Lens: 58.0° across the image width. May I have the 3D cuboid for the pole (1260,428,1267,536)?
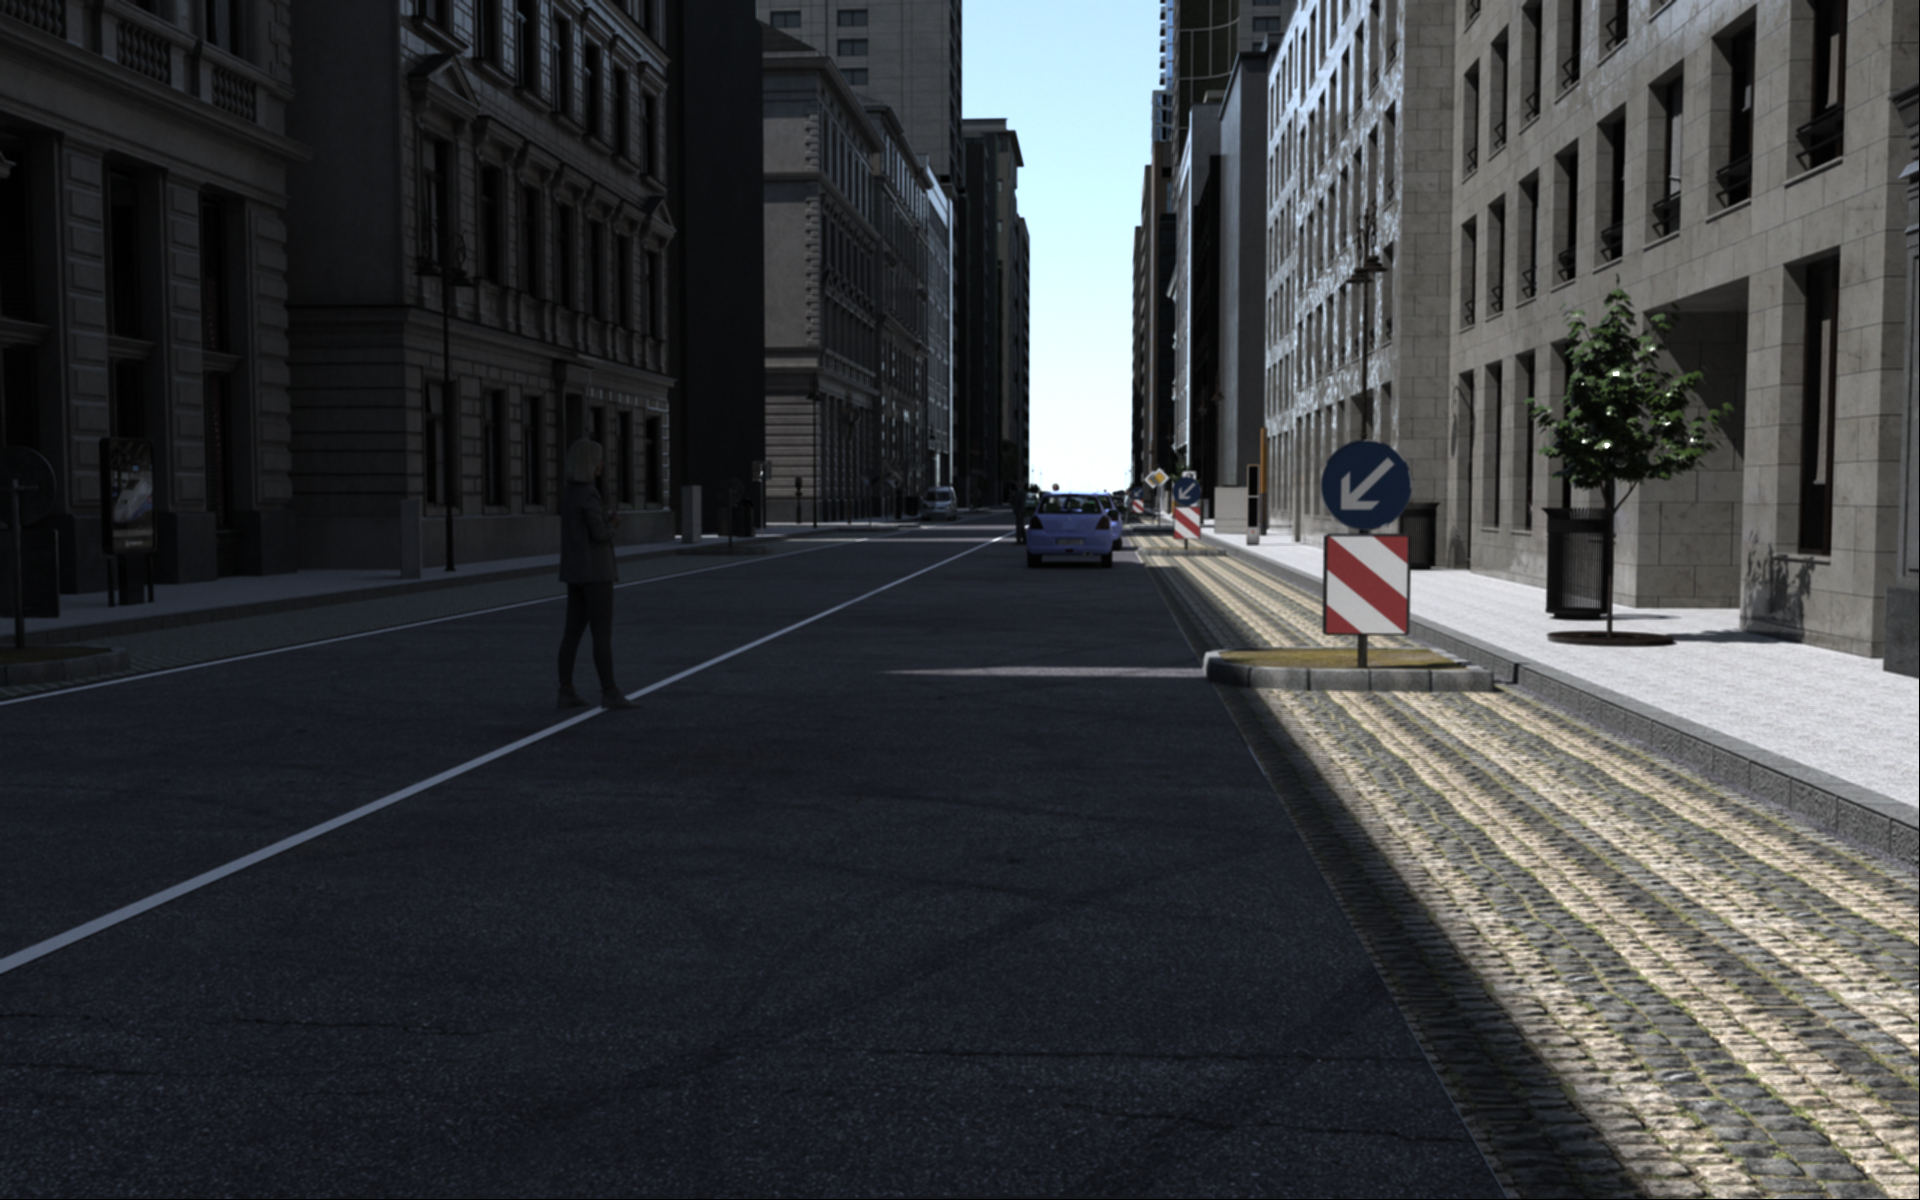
[{"bbox_3d":[9.391,-3.652,53.558,0.158,3.312,0.155,0,3,0],"label":"pole"}]

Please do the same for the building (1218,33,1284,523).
[{"bbox_3d":[27.351,-15.896,78.969,30.058,24.678,14.314,0,4,5],"label":"building"}]

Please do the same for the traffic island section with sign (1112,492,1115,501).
[{"bbox_3d":[11.866,-6.933,121.979,1.989,1.847,2.006,0,4,5],"label":"traffic island section with sign"}]

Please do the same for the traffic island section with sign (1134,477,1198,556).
[{"bbox_3d":[5.163,-1.952,40.543,1.989,1.847,2.006,0,4,5],"label":"traffic island section with sign"}]

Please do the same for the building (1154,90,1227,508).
[{"bbox_3d":[34.253,-28.568,158.971,32.217,40.220,23.993,0,4,5],"label":"building"}]

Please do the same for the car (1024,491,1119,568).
[{"bbox_3d":[2.239,-1.554,34.997,1.945,1.707,3.694,0,4,4],"label":"car"}]

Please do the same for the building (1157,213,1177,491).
[{"bbox_3d":[27.495,-24.946,179.576,14.160,30.474,14.107,0,4,5],"label":"building"}]

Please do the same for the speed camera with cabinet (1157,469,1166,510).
[{"bbox_3d":[16.036,-8.719,136.889,0.660,3.252,2.038,1,4,18],"label":"speed camera with cabinet"}]

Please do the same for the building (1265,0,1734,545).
[{"bbox_3d":[15.672,-12.209,54.368,10.420,20.320,16.860,0,4,5],"label":"building"}]

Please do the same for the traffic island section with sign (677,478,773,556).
[{"bbox_3d":[-5.499,-1.983,41.053,1.989,1.847,2.006,0,4,5],"label":"traffic island section with sign"}]

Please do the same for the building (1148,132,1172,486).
[{"bbox_3d":[30.670,-34.506,214.284,14.600,45.320,14.200,0,4,5],"label":"building"}]

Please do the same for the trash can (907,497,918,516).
[{"bbox_3d":[-2.772,-5.465,101.002,0.748,1.137,0.748,0,3,0],"label":"trash can"}]

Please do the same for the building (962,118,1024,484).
[{"bbox_3d":[-5.751,-40.272,247.683,28.713,52.752,27.495,0,4,5],"label":"building"}]

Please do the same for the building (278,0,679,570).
[{"bbox_3d":[-13.240,-10.618,38.237,10.561,19.102,19.286,0,4,5],"label":"building"}]

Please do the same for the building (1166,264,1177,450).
[{"bbox_3d":[22.380,-18.337,135.973,11.583,22.565,21.152,0,4,5],"label":"building"}]

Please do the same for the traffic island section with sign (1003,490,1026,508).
[{"bbox_3d":[5.329,-10.042,172.817,1.989,1.847,2.006,0,4,5],"label":"traffic island section with sign"}]

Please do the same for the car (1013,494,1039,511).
[{"bbox_3d":[5.183,-7.689,134.506,1.959,1.807,4.718,0,4,7],"label":"car"}]

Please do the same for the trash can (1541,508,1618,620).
[{"bbox_3d":[6.357,-0.377,17.812,0.748,1.137,0.748,0,3,0],"label":"trash can"}]

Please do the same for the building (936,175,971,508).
[{"bbox_3d":[-6.579,-23.538,156.552,14.160,30.474,14.107,0,4,5],"label":"building"}]

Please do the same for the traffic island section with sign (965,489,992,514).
[{"bbox_3d":[1.277,-7.035,123.653,1.989,1.847,2.006,0,4,5],"label":"traffic island section with sign"}]

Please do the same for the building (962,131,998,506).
[{"bbox_3d":[-3.211,-31.016,190.707,14.154,41.232,14.086,0,4,5],"label":"building"}]

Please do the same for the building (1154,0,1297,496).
[{"bbox_3d":[32.344,-46.310,195.424,20.563,71.187,20.611,0,4,5],"label":"building"}]

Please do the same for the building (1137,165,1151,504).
[{"bbox_3d":[36.080,-37.768,241.205,21.300,48.544,21.600,0,4,5],"label":"building"}]

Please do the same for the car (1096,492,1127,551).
[{"bbox_3d":[3.387,-2.179,45.213,1.945,1.707,3.694,0,4,6],"label":"car"}]

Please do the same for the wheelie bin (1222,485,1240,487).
[{"bbox_3d":[9.680,-3.292,61.729,0.980,1.594,0.693,-1,4,-12],"label":"wheelie bin"}]

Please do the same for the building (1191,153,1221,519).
[{"bbox_3d":[19.521,-16.296,96.123,12.332,23.373,15.834,0,4,5],"label":"building"}]

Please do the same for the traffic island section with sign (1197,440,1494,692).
[{"bbox_3d":[2.922,-0.294,13.438,1.989,1.847,2.006,0,4,5],"label":"traffic island section with sign"}]

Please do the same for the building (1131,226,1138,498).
[{"bbox_3d":[40.074,-40.982,293.749,21.300,48.544,21.600,0,4,5],"label":"building"}]

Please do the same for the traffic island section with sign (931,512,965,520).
[{"bbox_3d":[-0.911,-5.392,96.786,1.989,1.847,2.006,0,4,5],"label":"traffic island section with sign"}]

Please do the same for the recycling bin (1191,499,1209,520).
[{"bbox_3d":[12.106,-4.582,87.476,0.722,1.027,0.722,-1,4,-16],"label":"recycling bin"}]

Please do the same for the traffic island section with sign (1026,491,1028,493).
[{"bbox_3d":[7.561,-11.701,199.938,1.989,1.847,2.006,0,4,5],"label":"traffic island section with sign"}]

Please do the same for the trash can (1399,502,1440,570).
[{"bbox_3d":[7.788,-1.091,29.488,0.748,1.137,0.748,0,3,0],"label":"trash can"}]

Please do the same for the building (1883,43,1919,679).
[{"bbox_3d":[10.640,-9.390,2.678,9.793,20.994,18.267,0,4,5],"label":"building"}]

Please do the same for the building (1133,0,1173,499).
[{"bbox_3d":[38.316,-58.320,266.201,22.319,86.520,31.000,0,4,5],"label":"building"}]

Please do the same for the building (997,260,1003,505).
[{"bbox_3d":[-2.294,-26.561,205.977,14.160,30.474,14.107,0,4,5],"label":"building"}]

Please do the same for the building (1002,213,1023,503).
[{"bbox_3d":[2.478,-37.822,268.500,14.600,45.320,14.200,0,4,5],"label":"building"}]

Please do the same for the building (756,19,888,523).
[{"bbox_3d":[-10.252,-15.688,85.379,11.050,23.489,19.941,0,4,5],"label":"building"}]

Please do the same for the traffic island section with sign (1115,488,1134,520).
[{"bbox_3d":[9.650,-5.290,95.114,1.989,1.847,2.006,0,4,5],"label":"traffic island section with sign"}]

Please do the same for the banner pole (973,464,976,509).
[{"bbox_3d":[1.194,-9.441,144.382,0.401,3.779,0.863,1,4,21],"label":"banner pole"}]

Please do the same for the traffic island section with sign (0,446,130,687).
[{"bbox_3d":[-7.758,-0.305,13.613,1.989,1.847,2.006,0,4,5],"label":"traffic island section with sign"}]

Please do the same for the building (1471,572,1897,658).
[{"bbox_3d":[12.967,-10.157,20.819,10.420,20.320,16.860,0,4,5],"label":"building"}]

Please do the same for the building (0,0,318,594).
[{"bbox_3d":[-16.319,-11.611,18.713,11.050,23.489,19.941,0,4,5],"label":"building"}]

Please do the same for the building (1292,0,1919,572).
[{"bbox_3d":[13.503,-11.187,37.660,10.420,20.320,16.860,0,4,5],"label":"building"}]

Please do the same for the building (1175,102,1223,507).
[{"bbox_3d":[20.750,-18.132,114.483,12.078,24.808,19.932,0,4,5],"label":"building"}]

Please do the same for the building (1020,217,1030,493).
[{"bbox_3d":[0.416,-40.541,286.548,21.300,48.544,21.600,0,4,5],"label":"building"}]

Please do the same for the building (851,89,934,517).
[{"bbox_3d":[-8.968,-18.988,107.713,12.463,27.353,25.104,0,4,5],"label":"building"}]

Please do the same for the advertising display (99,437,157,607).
[{"bbox_3d":[-9.622,-0.908,20.066,0.123,1.923,0.974,0,4,4],"label":"advertising display"}]

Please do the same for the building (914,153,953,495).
[{"bbox_3d":[-7.420,-19.130,130.794,12.078,24.808,19.932,0,4,5],"label":"building"}]

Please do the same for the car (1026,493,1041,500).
[{"bbox_3d":[5.471,-7.964,139.259,2.155,1.783,4.494,0,4,3],"label":"car"}]

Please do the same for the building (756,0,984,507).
[{"bbox_3d":[-8.127,-44.928,172.821,20.563,71.187,20.611,0,4,5],"label":"building"}]

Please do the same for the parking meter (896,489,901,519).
[{"bbox_3d":[-3.182,-4.893,88.404,0.372,1.533,0.369,0,3,0],"label":"parking meter"}]

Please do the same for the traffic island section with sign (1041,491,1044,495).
[{"bbox_3d":[14.387,-16.773,282.860,1.989,1.847,2.006,0,4,5],"label":"traffic island section with sign"}]

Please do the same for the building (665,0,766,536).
[{"bbox_3d":[-15.723,-14.047,59.340,15.834,23.373,12.332,0,4,5],"label":"building"}]
